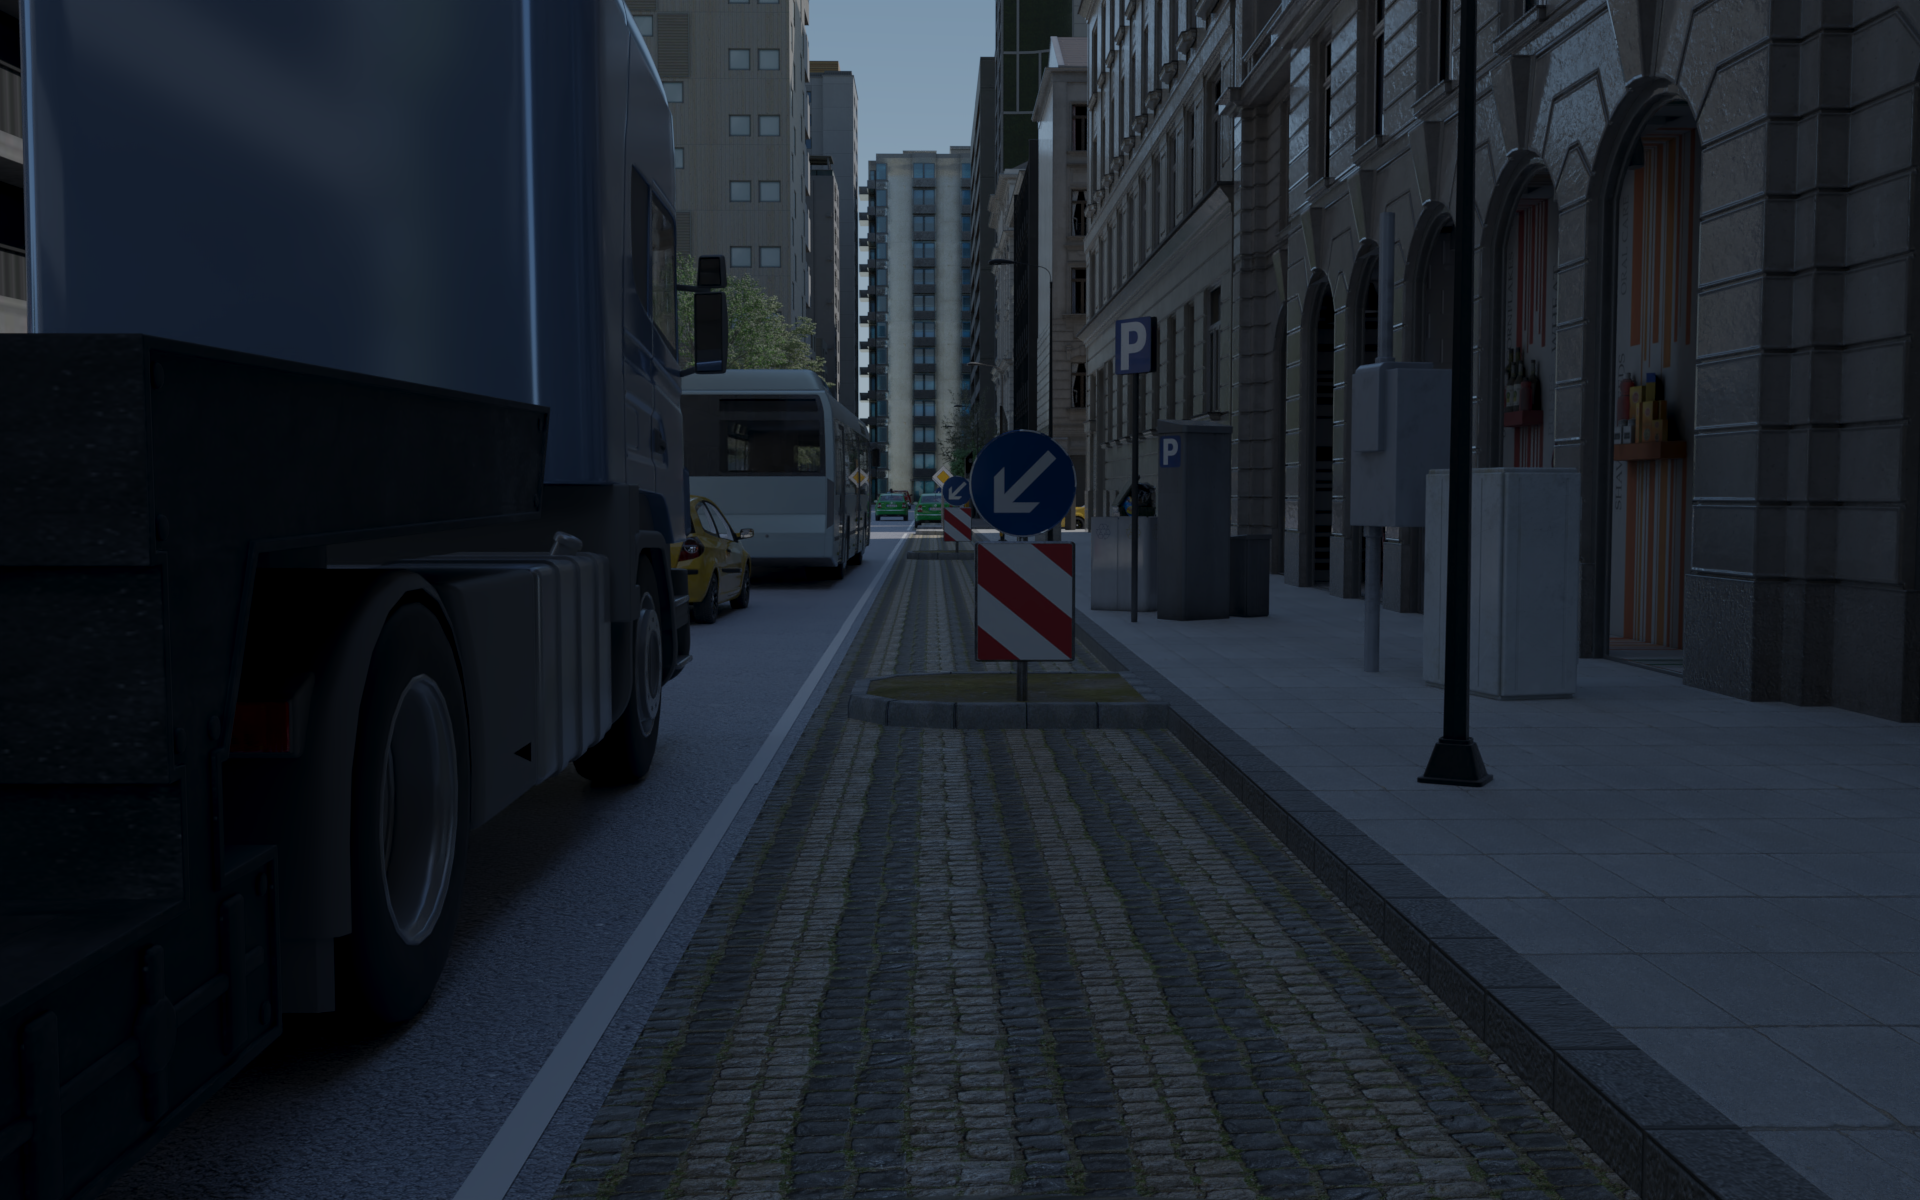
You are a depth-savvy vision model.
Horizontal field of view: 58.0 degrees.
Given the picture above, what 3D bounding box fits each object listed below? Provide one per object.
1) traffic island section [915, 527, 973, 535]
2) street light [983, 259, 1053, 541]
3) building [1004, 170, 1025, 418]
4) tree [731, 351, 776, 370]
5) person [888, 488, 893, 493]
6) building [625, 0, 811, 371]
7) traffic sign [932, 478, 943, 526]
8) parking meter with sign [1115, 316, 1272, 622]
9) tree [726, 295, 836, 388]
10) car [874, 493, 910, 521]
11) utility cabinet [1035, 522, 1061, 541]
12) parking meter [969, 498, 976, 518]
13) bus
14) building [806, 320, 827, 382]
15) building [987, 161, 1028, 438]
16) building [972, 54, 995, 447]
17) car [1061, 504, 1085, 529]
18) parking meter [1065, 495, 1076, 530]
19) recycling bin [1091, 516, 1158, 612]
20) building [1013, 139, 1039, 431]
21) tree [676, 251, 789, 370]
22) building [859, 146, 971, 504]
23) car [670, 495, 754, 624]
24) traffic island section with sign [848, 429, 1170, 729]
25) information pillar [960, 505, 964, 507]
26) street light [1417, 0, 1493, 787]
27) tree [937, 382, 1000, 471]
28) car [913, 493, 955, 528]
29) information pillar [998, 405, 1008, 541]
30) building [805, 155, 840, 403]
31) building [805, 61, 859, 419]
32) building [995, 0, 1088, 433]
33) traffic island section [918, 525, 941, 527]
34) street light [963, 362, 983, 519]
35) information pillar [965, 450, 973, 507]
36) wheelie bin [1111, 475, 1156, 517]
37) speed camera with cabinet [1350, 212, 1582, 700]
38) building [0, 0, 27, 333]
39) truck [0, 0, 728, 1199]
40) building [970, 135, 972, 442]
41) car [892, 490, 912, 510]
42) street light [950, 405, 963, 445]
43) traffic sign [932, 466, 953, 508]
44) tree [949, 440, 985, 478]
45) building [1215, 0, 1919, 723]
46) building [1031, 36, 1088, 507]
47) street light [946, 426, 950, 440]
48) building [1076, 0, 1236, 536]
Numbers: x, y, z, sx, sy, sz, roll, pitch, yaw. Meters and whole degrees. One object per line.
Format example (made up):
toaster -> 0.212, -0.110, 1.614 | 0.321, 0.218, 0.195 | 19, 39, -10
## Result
traffic island section -> -0.568, -2.391, 61.372 | 2.009, 0.180, 2.903 | 0, 4, -1
street light -> 1.258, -3.780, 34.347 | 1.470, 5.913, 1.316 | 0, 4, -1
building -> 8.787, -17.267, 111.198 | 11.050, 23.489, 19.941 | 0, 4, -1
tree -> -10.658, -8.529, 89.808 | 4.737, 8.622, 4.395 | 0, 3, 0
person -> -4.503, -6.250, 110.950 | 0.793, 1.790, 0.793 | 0, 4, 8
building -> -27.730, -34.719, 156.886 | 28.713, 52.752, 27.495 | 0, 4, -1
traffic sign -> -0.725, -4.014, 69.278 | 0.795, 2.450, 0.064 | 0, 4, -1
parking meter with sign -> 2.426, -1.312, 17.715 | 1.738, 3.016, 0.543 | -2, 4, -34
tree -> -11.034, -11.085, 99.374 | 7.486, 12.596, 7.792 | 0, 3, 0
car -> -3.696, -5.202, 93.843 | 1.959, 1.807, 4.718 | 0, 4, -2
utility cabinet -> 2.301, -2.217, 44.931 | 0.318, 1.500, 1.173 | 2, 4, 24
parking meter -> 0.660, -5.083, 91.514 | 0.372, 1.533, 0.369 | 0, 3, 0
bus -> -3.179, -2.284, 32.203 | 2.948, 3.499, 13.247 | 0, 4, 0
building -> -28.937, -20.873, 186.310 | 27.650, 21.520, 28.899 | 0, 4, -1
building -> 9.399, -21.124, 132.764 | 14.401, 28.519, 23.554 | 0, 4, -1
building -> 12.491, -34.350, 185.317 | 21.300, 48.544, 21.600 | 0, 4, -1
car -> 5.524, -3.365, 65.245 | 3.980, 1.641, 2.015 | 0, 4, -1
parking meter -> 3.910, -3.408, 61.436 | 0.255, 1.863, 0.399 | 2, 4, 35
recycling bin -> 1.922, -0.410, 19.253 | 0.722, 1.027, 0.722 | 2, 4, 32
building -> 9.394, -16.099, 92.889 | 12.332, 23.373, 15.834 | 0, 4, -1
tree -> -11.149, -9.155, 75.439 | 9.928, 11.665, 9.643 | 0, 3, 0
building -> 1.407, -38.000, 240.909 | 30.456, 49.044, 23.786 | 0, 4, -1
car -> -3.524, -0.631, 20.546 | 2.015, 1.641, 3.980 | 0, 4, 1
traffic island section with sign -> 0.271, -0.171, 11.426 | 1.989, 1.847, 2.006 | 0, 4, -1
information pillar -> 0.139, -7.329, 124.315 | 0.304, 2.012, 0.304 | 0, 4, 6
street light -> 1.675, -2.142, 7.568 | 1.470, 5.913, 1.316 | 0, 4, -1
tree -> 0.840, -9.874, 111.804 | 4.360, 8.622, 3.978 | 0, 3, 0
car -> -1.031, -3.978, 73.841 | 1.959, 1.807, 4.718 | 0, 4, -1
information pillar -> 1.157, -3.347, 46.073 | 0.183, 3.616, 0.504 | 1, 4, 19
building -> -21.785, -32.243, 210.769 | 14.086, 41.232, 14.154 | 0, 4, -1
building -> -28.168, -42.624, 238.908 | 28.212, 58.520, 21.231 | 0, 4, -1
building -> 11.680, -44.360, 163.543 | 20.563, 71.187, 20.611 | 0, 4, -1
traffic island section -> -0.701, -2.879, 69.356 | 2.009, 0.180, 2.903 | 0, 4, -1
street light -> 0.946, -5.425, 61.236 | 1.470, 5.913, 1.316 | 0, 4, -1
information pillar -> 0.482, -6.199, 92.701 | 0.504, 3.616, 0.183 | -2, 4, -32
wheelie bin -> 2.881, -1.264, 28.581 | 0.693, 1.594, 0.980 | 0, 4, -4
speed camera with cabinet -> 3.360, -1.060, 11.663 | 0.660, 3.252, 2.038 | -1, 4, -15
building -> -22.072, -35.753, 22.807 | 20.563, 71.187, 20.611 | 0, 4, -1
truck -> -2.574, -0.718, 1.491 | 2.967, 4.110, 18.799 | 0, 4, -1
building -> 12.144, -35.678, 207.033 | 21.300, 48.544, 21.600 | 0, 4, -1
car -> -5.569, -9.350, 161.545 | 2.281, 1.827, 5.304 | 0, 4, -2
street light -> 0.369, -7.199, 90.250 | 1.470, 5.913, 1.316 | 0, 4, -1
traffic sign -> -0.591, -3.526, 61.295 | 0.795, 2.450, 0.064 | 0, 4, -1
tree -> 0.869, -7.437, 105.306 | 4.285, 4.588, 4.351 | 0, 3, 0
building -> 10.625, -10.726, 17.177 | 13.314, 21.916, 24.055 | 0, 4, -1
building -> 12.499, -13.844, 75.506 | 18.267, 20.994, 9.793 | 0, 4, -1
street light -> -0.229, -8.873, 117.621 | 1.470, 5.913, 1.316 | 0, 4, -1
building -> 11.739, -12.899, 44.175 | 16.112, 22.955, 30.059 | 0, 4, -1
